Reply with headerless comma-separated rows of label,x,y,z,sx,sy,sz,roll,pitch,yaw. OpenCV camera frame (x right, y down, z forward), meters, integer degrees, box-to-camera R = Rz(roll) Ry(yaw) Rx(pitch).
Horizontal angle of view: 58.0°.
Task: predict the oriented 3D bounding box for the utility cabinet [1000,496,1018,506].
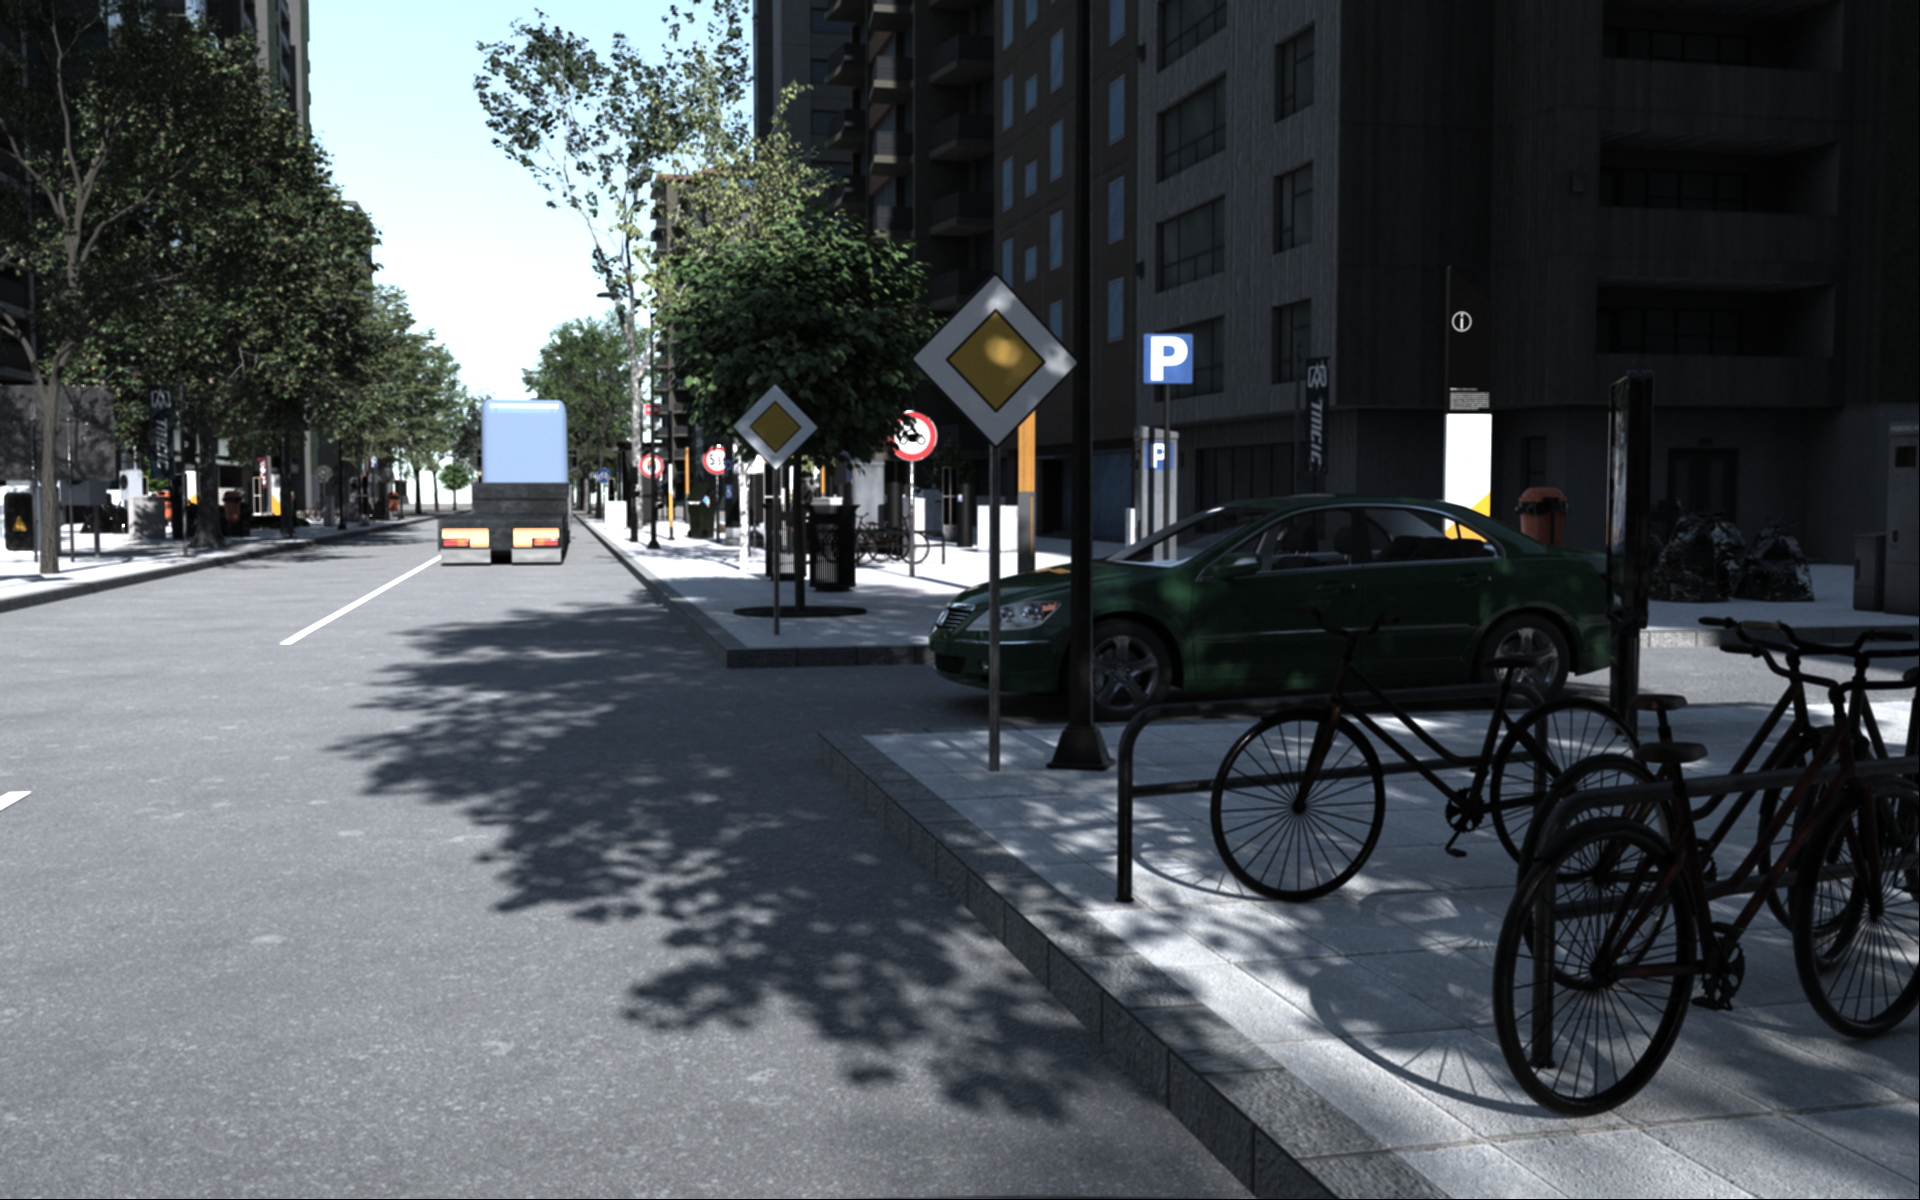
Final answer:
utility cabinet,1.332,-2.234,47.681,0.306,1.237,1.020,2,4,26

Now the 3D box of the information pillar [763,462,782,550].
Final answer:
information pillar,-4.292,-2.153,39.698,0.304,2.012,0.304,2,4,29

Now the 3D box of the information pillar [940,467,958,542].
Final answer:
information pillar,-0.263,-2.584,46.739,0.304,2.012,0.304,3,5,44

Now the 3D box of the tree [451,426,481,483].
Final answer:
tree,-49.083,-13.718,174.645,4.360,8.622,3.978,0,3,0

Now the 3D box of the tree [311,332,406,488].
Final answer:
tree,-25.212,-7.496,72.921,4.360,8.622,3.978,0,3,0

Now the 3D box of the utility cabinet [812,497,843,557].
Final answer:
utility cabinet,-2.746,-1.508,35.812,0.306,1.237,1.020,-2,4,-25

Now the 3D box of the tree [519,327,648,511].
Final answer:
tree,-28.090,-13.628,129.479,9.857,13.997,8.962,0,3,0

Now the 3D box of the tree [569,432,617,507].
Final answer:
tree,-38.148,-15.668,173.175,9.611,12.733,9.660,0,3,0

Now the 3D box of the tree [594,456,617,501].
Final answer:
tree,-17.157,-5.636,86.748,1.663,3.219,1.824,0,3,0

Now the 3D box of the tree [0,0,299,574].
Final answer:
tree,-14.640,-5.680,27.276,8.767,10.594,7.601,-1,4,-12

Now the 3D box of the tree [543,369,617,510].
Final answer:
tree,-31.465,-13.692,141.990,7.486,12.596,7.792,0,3,0

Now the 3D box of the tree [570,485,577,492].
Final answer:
tree,-40.975,-14.525,187.848,4.360,8.622,3.978,0,3,0

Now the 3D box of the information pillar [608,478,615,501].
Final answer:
information pillar,-16.117,-4.624,80.088,0.304,2.012,0.304,-1,4,-15

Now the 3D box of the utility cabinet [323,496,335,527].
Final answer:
utility cabinet,-24.963,-3.508,68.514,0.306,1.237,1.020,-1,4,-11

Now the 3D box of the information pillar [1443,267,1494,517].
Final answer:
information pillar,5.254,-1.628,17.981,0.504,3.616,0.183,0,4,-4

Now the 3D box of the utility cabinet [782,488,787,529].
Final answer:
utility cabinet,-5.878,-3.274,62.209,1.173,1.500,0.318,0,4,-7

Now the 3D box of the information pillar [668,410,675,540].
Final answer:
information pillar,-8.039,-3.472,48.128,0.183,3.616,0.504,0,4,-8

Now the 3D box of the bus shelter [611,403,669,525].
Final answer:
bus shelter,-13.734,-5.896,74.036,2.179,5.291,8.768,-1,4,-13

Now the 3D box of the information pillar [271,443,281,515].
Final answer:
information pillar,-28.258,-4.908,71.606,0.504,3.616,0.183,2,4,28

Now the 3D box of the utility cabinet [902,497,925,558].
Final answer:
utility cabinet,-0.928,-1.456,34.966,0.306,1.237,1.020,-1,4,-12

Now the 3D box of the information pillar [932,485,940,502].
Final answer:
information pillar,-0.824,-3.466,61.166,0.304,2.012,0.304,-1,4,-12

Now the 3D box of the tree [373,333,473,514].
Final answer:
tree,-34.998,-11.331,111.022,9.928,11.665,9.643,0,3,0

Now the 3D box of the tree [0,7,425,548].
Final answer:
tree,-18.077,-7.607,41.377,9.611,12.733,9.660,0,3,0

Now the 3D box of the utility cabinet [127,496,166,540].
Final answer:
utility cabinet,-23.090,-2.325,49.168,0.306,1.237,1.020,2,4,27

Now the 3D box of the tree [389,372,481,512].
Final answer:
tree,-37.630,-11.620,124.393,8.767,10.594,7.601,-1,4,-17

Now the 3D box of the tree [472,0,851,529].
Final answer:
tree,-10.328,-12.594,61.800,12.611,20.169,13.585,0,3,0

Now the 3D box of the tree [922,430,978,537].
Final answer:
tree,-0.432,-3.539,52.468,1.663,3.219,1.824,0,3,0

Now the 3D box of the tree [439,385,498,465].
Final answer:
tree,-53.484,-17.287,193.018,12.009,13.543,11.850,0,3,0

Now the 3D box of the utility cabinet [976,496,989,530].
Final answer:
utility cabinet,1.082,-3.121,62.187,1.020,1.237,0.306,2,4,33

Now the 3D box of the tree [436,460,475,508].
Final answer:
tree,-46.060,-10.644,157.745,4.285,4.588,4.351,0,3,0

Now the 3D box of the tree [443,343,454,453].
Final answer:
tree,-31.338,-10.728,93.523,7.486,12.596,7.792,0,3,0

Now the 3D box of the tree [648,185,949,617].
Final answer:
tree,-1.663,-2.135,18.623,4.285,4.588,4.351,0,3,0

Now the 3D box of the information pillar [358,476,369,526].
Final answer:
information pillar,-23.802,-3.953,69.122,0.304,2.012,0.304,-3,5,-44

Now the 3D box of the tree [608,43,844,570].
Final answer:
tree,-3.639,-4.789,28.668,4.737,8.622,4.395,0,3,0

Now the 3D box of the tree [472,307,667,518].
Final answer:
tree,-19.662,-10.335,94.740,9.928,11.665,9.643,0,3,0

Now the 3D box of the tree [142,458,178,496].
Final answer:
tree,-35.480,-4.987,76.134,1.663,3.219,1.824,0,3,0

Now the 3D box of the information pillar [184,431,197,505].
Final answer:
information pillar,-27.648,-4.324,62.056,0.504,3.616,0.183,-3,5,-45

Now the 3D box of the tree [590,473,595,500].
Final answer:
tree,-32.739,-9.779,154.488,1.663,3.219,1.824,0,3,0

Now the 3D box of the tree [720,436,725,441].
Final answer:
tree,-8.668,-7.587,74.409,4.360,8.622,3.978,0,3,0

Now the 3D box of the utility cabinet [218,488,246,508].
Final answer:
utility cabinet,-25.574,-3.176,60.603,0.318,1.500,1.173,2,4,33

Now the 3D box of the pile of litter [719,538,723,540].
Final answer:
pile of litter,-6.069,-2.149,49.108,1.719,0.858,1.176,0,4,-4

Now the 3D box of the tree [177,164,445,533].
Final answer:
tree,-21.795,-8.443,56.168,7.486,12.596,7.792,0,3,0
